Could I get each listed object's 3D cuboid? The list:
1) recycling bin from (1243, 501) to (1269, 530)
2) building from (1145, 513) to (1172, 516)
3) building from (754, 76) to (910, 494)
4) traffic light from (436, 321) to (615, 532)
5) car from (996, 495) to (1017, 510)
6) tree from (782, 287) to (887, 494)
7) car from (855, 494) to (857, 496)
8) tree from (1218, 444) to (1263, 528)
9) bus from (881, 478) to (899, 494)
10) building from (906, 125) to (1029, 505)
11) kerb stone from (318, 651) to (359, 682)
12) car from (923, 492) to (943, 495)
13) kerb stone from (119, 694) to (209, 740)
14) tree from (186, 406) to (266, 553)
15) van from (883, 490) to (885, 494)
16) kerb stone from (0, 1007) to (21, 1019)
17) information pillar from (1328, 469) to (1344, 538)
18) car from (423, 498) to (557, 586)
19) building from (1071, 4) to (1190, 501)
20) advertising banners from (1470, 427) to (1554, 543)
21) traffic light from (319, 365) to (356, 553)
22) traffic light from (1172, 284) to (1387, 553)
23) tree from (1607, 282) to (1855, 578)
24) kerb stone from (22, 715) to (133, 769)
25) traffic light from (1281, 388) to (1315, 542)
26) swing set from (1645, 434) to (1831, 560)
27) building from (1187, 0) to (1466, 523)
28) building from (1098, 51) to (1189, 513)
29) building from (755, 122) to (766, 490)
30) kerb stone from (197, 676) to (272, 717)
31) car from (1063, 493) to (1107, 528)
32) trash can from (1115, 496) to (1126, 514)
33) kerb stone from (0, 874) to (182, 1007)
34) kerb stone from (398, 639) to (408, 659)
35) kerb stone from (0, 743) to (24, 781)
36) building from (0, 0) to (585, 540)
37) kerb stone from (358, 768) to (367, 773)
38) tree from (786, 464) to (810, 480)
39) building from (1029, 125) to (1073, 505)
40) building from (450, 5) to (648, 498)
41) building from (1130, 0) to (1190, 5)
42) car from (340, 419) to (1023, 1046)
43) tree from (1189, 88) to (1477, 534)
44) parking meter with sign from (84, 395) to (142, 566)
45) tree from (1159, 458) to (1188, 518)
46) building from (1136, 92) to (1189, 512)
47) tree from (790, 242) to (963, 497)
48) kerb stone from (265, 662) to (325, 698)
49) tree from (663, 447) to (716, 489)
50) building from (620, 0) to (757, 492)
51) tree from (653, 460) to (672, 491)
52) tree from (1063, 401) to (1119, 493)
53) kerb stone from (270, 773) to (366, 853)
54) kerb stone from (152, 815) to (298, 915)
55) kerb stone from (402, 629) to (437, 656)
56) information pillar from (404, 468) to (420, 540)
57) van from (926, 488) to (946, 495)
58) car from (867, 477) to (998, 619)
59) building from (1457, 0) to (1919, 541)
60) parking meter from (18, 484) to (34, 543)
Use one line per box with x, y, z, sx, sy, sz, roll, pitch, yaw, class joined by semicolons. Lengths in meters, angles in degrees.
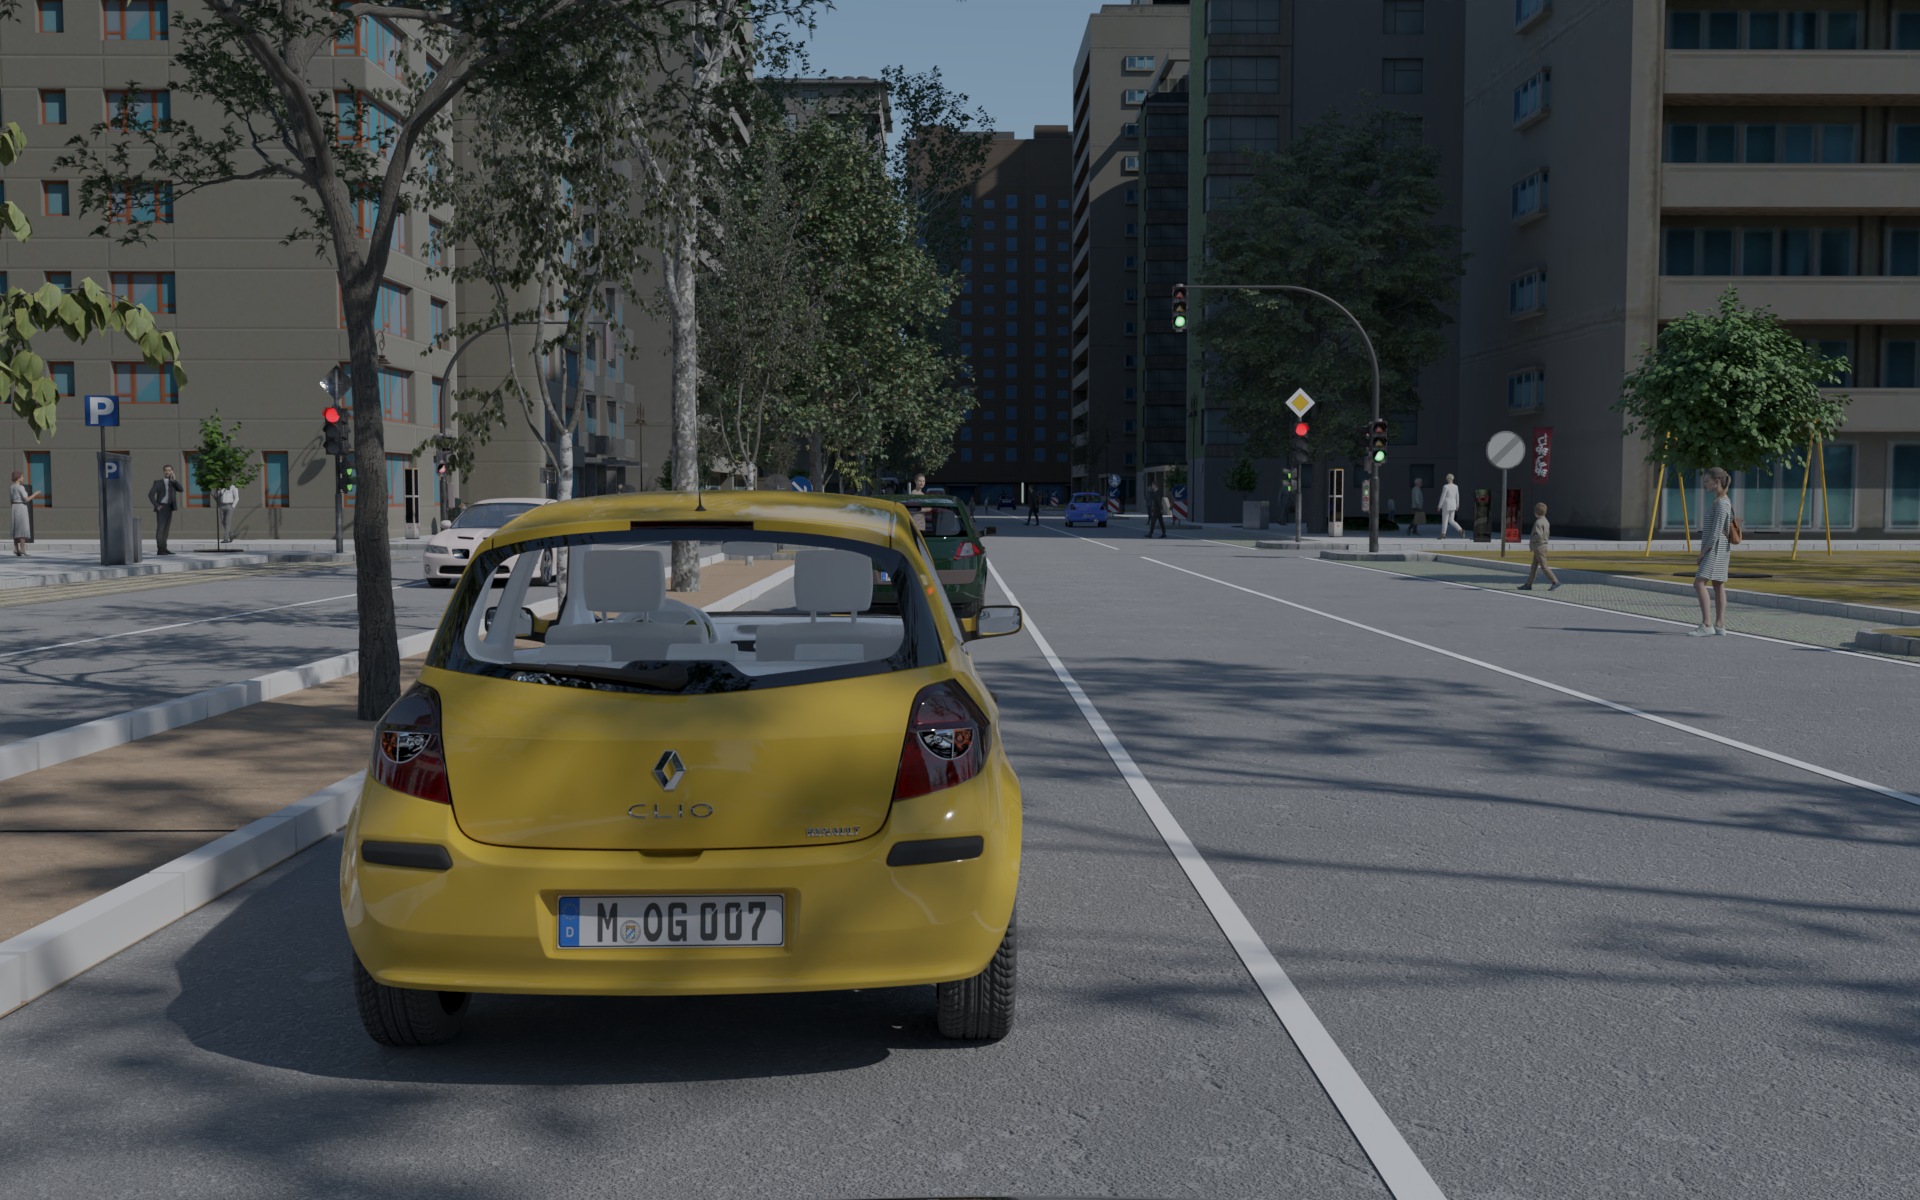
10.736;-3.074;62.807;0.722;1.027;0.722;3;4;37;recycling bin
28.388;-25.504;108.872;32.217;40.220;23.993;0;4;-1;building
-20.410;-38.546;219.469;27.495;52.752;28.713;0;4;-1;building
-11.506;-4.344;45.694;4.771;5.953;1.251;0;4;-1;traffic light
4.223;-8.878;157.735;1.945;1.354;3.894;0;3;0;car
-4.305;-6.774;63.578;4.737;8.622;4.395;0;3;0;tree
-7.974;-7.534;131.980;1.959;1.807;4.718;0;4;0;car
11.002;-4.415;66.794;1.663;3.219;1.824;0;3;0;tree
-8.304;-12.020;191.389;2.948;3.499;13.247;0;4;0;bus
0.676;-34.456;213.463;14.200;45.320;14.600;0;4;-1;building
-4.874;0.532;13.565;0.120;0.150;1.000;0;4;-1;kerb stone
-1.314;-3.892;72.667;2.155;1.783;4.494;0;4;1;car
-4.839;0.716;10.493;0.120;0.150;1.000;0;4;-1;kerb stone
-16.403;-2.664;38.164;1.663;3.219;1.824;0;3;0;tree
-7.877;-9.890;168.714;2.013;2.044;4.112;0;4;-1;van
-2.676;1.095;4.329;0.120;0.150;1.000;0;4;-1;kerb stone
11.099;-2.854;51.147;0.304;2.012;0.304;-1;4;-22;information pillar
-7.305;-0.978;28.357;2.083;1.381;4.827;0;4;1;car
22.426;-33.388;169.593;21.300;48.544;21.600;0;4;-1;building
14.468;-3.012;45.428;2.074;3.025;0.090;2;4;26;advertising banners
-13.512;-2.981;37.652;0.839;4.253;0.868;0;4;-1;traffic light
6.957;-3.858;37.744;4.771;5.953;1.251;0;4;-1;traffic light
11.889;-2.649;27.026;4.285;4.588;4.351;0;3;0;tree
-4.828;0.779;9.462;0.120;0.150;1.000;0;4;-1;kerb stone
8.963;-3.485;45.893;0.839;4.253;0.868;0;4;-1;traffic light
16.065;-2.343;35.935;3.119;2.851;2.862;3;5;40;swing set
17.618;-24.335;81.473;14.154;41.232;14.086;0;4;-1;building
28.427;-27.846;147.156;32.217;40.220;23.993;0;4;-1;building
-33.731;-32.327;183.172;28.867;44.769;22.147;0;4;-1;building
-4.850;0.653;11.515;0.120;0.150;1.000;0;4;-1;kerb stone
5.464;-4.029;75.469;1.945;1.707;3.694;0;4;0;car
10.179;-6.031;110.253;0.748;1.137;0.748;0;3;0;trash can
-2.682;1.030;5.358;0.120;0.150;1.000;0;4;-1;kerb stone
-4.884;0.469;14.591;0.120;0.150;1.000;0;4;-1;kerb stone
-4.819;0.844;8.436;0.120;0.150;1.000;0;4;-1;kerb stone
-30.451;-13.294;62.404;27.650;21.520;28.899;0;4;-1;building
-2.718;0.842;8.425;0.120;0.150;1.000;0;4;-1;kerb stone
-17.393;-12.382;186.162;4.285;4.588;4.351;0;3;0;tree
14.877;-34.453;213.420;14.200;45.320;14.600;0;4;-1;building
-31.843;-29.473;101.489;23.786;49.044;30.456;0;4;-1;building
32.353;-47.565;215.935;20.611;71.187;20.563;0;4;-1;building
-0.747;0.261;5.952;2.015;1.641;3.980;0;4;-2;car
11.625;-9.143;56.151;9.857;13.997;8.962;0;3;0;tree
-15.306;-2.151;31.432;0.543;3.016;1.738;-1;4;-12;parking meter with sign
11.545;-5.956;91.983;1.663;3.219;1.824;0;3;0;tree
19.913;-21.798;128.095;14.160;30.474;14.107;0;4;-1;building
-4.342;-10.678;83.691;9.857;13.997;8.962;0;3;0;tree
-4.858;0.591;12.537;0.120;0.150;1.000;0;4;-1;kerb stone
-16.389;-7.383;104.425;4.285;4.588;4.351;0;3;0;tree
-29.850;-32.340;152.460;21.300;48.544;21.600;0;4;-1;building
-16.351;-6.367;98.695;1.663;3.219;1.824;0;3;0;tree
10.000;-11.150;132.665;4.360;8.622;3.978;0;3;0;tree
-2.708;0.905;7.403;0.120;0.150;1.000;0;4;-1;kerb stone
-2.696;0.967;6.380;0.120;0.150;1.000;0;4;-1;kerb stone
-4.896;0.403;15.613;0.120;0.150;1.000;0;4;-1;kerb stone
-15.486;-2.718;48.930;0.304;2.012;0.304;1;4;12;information pillar
-1.720;-7.295;126.281;2.013;2.044;4.112;0;4;1;van
-0.554;-0.649;20.395;2.009;1.686;4.222;0;4;1;car
28.343;-26.460;56.327;21.600;48.544;21.300;0;4;-1;building
-24.395;-2.250;45.195;0.372;1.533;0.369;0;3;0;parking meter
